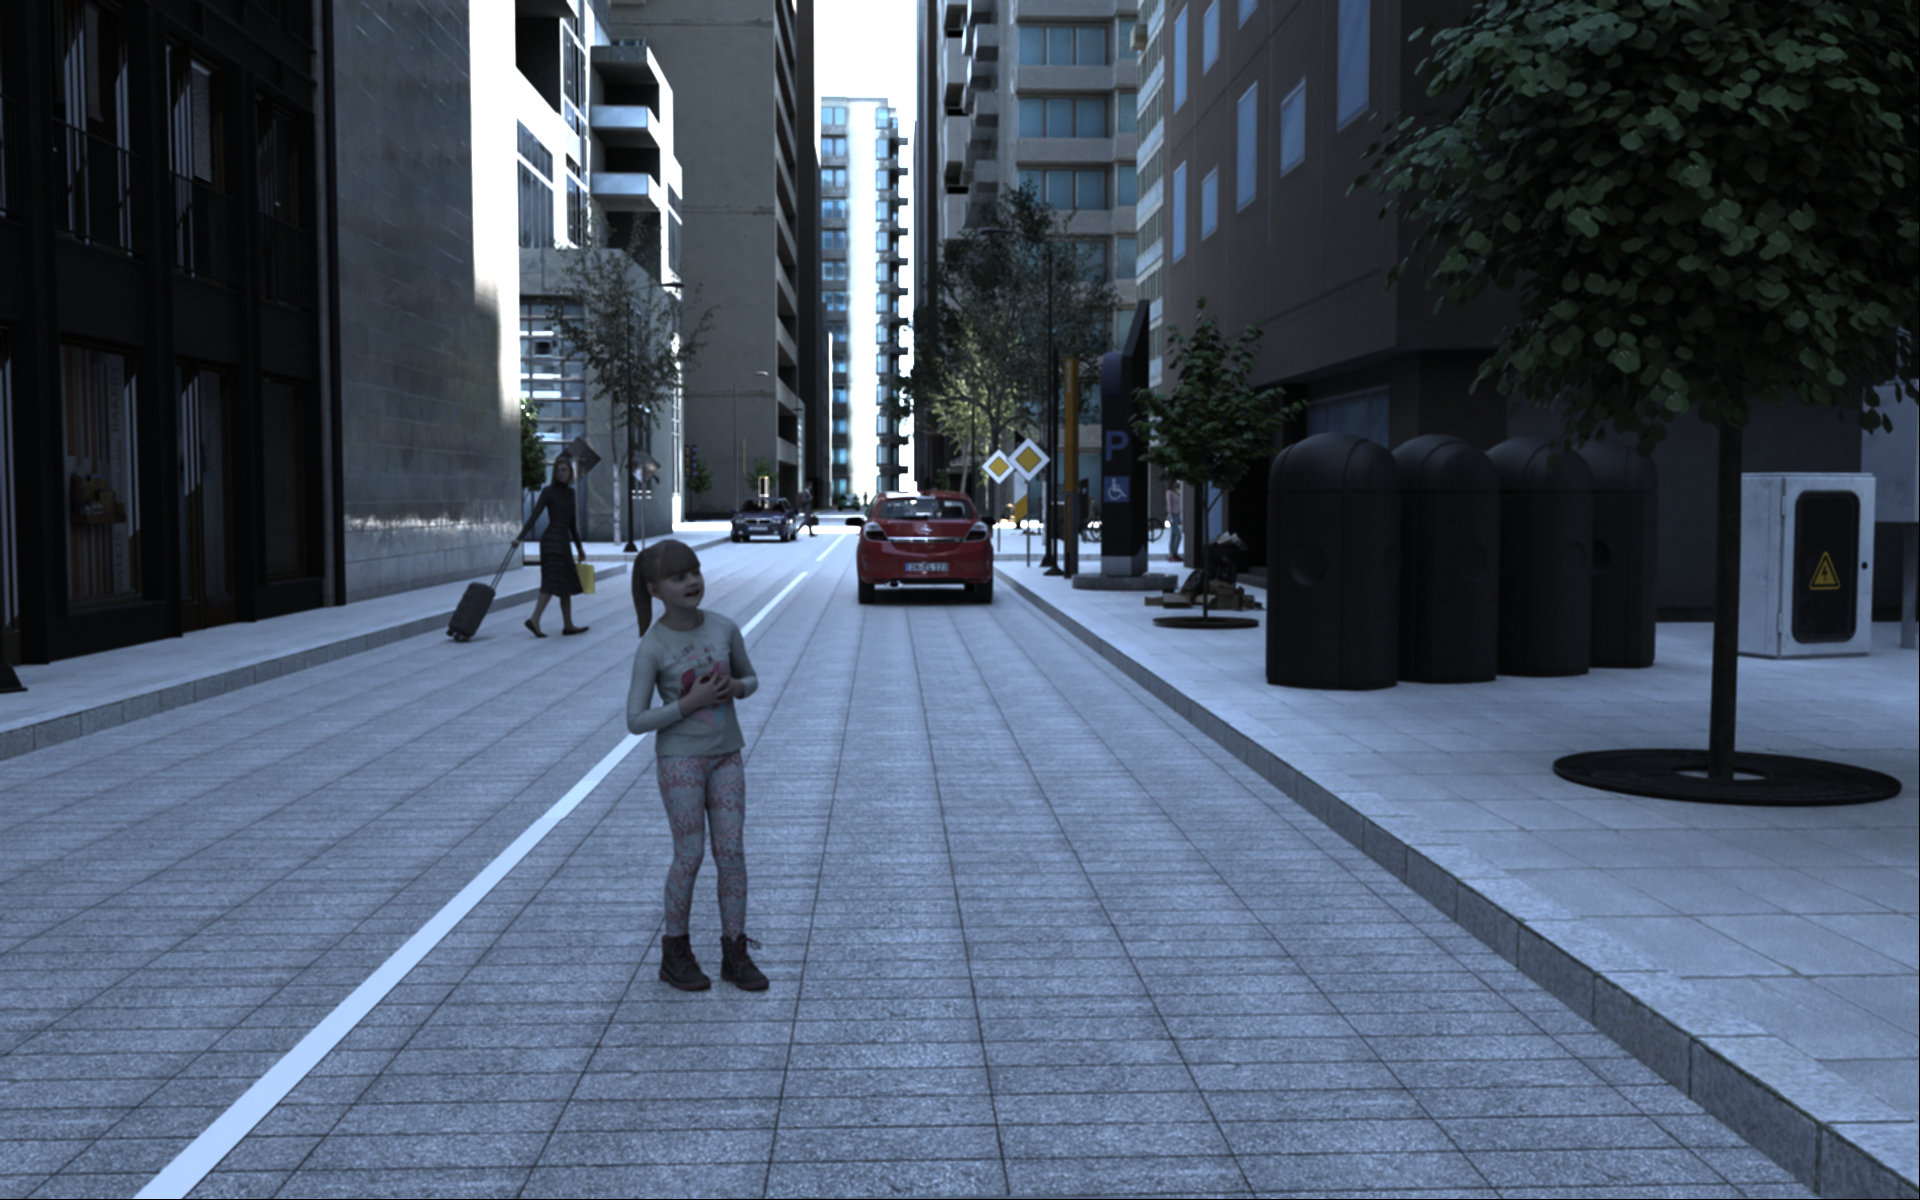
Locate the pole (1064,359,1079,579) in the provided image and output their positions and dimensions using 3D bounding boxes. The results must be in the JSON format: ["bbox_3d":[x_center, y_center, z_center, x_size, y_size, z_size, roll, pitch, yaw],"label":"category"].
[{"bbox_3d":[1.687,-1.979,26.201,0.158,3.312,0.155,0,3,0],"label":"pole"}]

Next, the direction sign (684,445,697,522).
[{"bbox_3d":[-12.396,-5.363,79.676,0.379,3.537,0.876,2,4,30],"label":"direction sign"}]

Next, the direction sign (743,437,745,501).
[{"bbox_3d":[-8.652,-4.737,69.452,0.379,3.537,0.876,0,4,-4],"label":"direction sign"}]

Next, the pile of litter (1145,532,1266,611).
[{"bbox_3d":[2.804,-0.345,19.612,1.176,0.858,1.719,-1,4,-23],"label":"pile of litter"}]

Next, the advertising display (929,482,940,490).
[{"bbox_3d":[-1.338,-5.227,90.673,0.123,1.923,0.974,-2,4,-29],"label":"advertising display"}]

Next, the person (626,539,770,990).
[{"bbox_3d":[-0.739,0.473,5.040,0.394,1.301,0.425,3,4,37],"label":"person"}]

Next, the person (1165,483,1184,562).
[{"bbox_3d":[4.508,-1.711,36.482,0.388,1.821,0.555,1,4,14],"label":"person"}]

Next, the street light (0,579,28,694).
[{"bbox_3d":[-5.712,-2.356,11.067,1.470,5.913,1.316,0,4,-2],"label":"street light"}]

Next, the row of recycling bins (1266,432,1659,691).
[{"bbox_3d":[3.697,-0.319,12.336,3.534,1.692,1.069,-2,4,-32],"label":"row of recycling bins"}]

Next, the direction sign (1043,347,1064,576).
[{"bbox_3d":[1.501,-2.155,27.225,0.379,3.537,0.876,0,4,7],"label":"direction sign"}]

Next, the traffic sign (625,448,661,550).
[{"bbox_3d":[-6.977,-2.110,38.135,0.795,2.450,0.064,0,4,-2],"label":"traffic sign"}]

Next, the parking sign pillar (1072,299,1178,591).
[{"bbox_3d":[2.246,-2.142,23.496,1.447,3.967,1.447,1,4,16],"label":"parking sign pillar"}]

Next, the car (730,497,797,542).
[{"bbox_3d":[-5.927,-2.444,52.540,1.945,1.354,3.894,0,4,-1],"label":"car"}]

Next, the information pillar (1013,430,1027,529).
[{"bbox_3d":[2.213,-4.390,63.127,0.504,3.616,0.183,-1,4,-11],"label":"information pillar"}]

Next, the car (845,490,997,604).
[{"bbox_3d":[-0.530,-0.925,24.171,2.155,1.783,4.494,0,4,-3],"label":"car"}]

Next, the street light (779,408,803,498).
[{"bbox_3d":[-9.216,-7.425,93.939,1.470,5.913,1.316,0,4,-2],"label":"street light"}]

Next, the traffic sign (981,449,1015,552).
[{"bbox_3d":[0.861,-2.129,38.446,0.795,2.450,0.064,0,4,-2],"label":"traffic sign"}]

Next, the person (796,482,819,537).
[{"bbox_3d":[-5.128,-3.014,57.743,0.822,1.834,0.622,0,4,-5],"label":"person"}]

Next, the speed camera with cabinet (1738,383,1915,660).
[{"bbox_3d":[7.158,-1.193,13.847,2.038,3.252,0.660,-1,4,-20],"label":"speed camera with cabinet"}]

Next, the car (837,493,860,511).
[{"bbox_3d":[-9.471,-8.496,147.707,1.959,1.807,4.718,0,4,-1],"label":"car"}]

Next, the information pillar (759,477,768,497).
[{"bbox_3d":[-8.415,-4.268,74.279,0.304,2.012,0.304,1,4,13],"label":"information pillar"}]

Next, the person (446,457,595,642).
[{"bbox_3d":[-4.362,-0.524,17.278,1.509,1.804,0.699,-2,4,-30],"label":"person"}]

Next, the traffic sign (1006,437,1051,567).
[{"bbox_3d":[1.201,-1.641,30.469,0.795,2.450,0.064,0,4,-2],"label":"traffic sign"}]

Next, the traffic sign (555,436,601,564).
[{"bbox_3d":[-6.637,-1.622,30.157,0.795,2.450,0.064,0,4,-2],"label":"traffic sign"}]

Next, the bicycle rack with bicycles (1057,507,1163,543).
[{"bbox_3d":[4.032,-2.013,46.289,2.925,0.926,2.852,0,4,3],"label":"bicycle rack with bicycles"}]

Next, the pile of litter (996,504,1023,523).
[{"bbox_3d":[2.105,-3.795,76.011,1.719,0.858,1.176,2,4,28],"label":"pile of litter"}]

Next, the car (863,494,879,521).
[{"bbox_3d":[-2.529,-3.165,63.539,2.131,1.459,4.920,0,4,-1],"label":"car"}]

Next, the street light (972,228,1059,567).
[{"bbox_3d":[1.029,-3.539,30.412,1.470,5.913,1.316,0,4,-2],"label":"street light"}]

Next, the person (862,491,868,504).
[{"bbox_3d":[-9.764,-10.297,177.681,0.721,1.723,1.217,2,4,25],"label":"person"}]

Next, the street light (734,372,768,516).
[{"bbox_3d":[-8.045,-5.730,66.229,1.470,5.913,1.316,0,4,-2],"label":"street light"}]

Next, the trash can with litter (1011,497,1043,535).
[{"bbox_3d":[2.490,-2.650,54.390,1.678,1.210,2.233,-2,4,-35],"label":"trash can with litter"}]

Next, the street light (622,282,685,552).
[{"bbox_3d":[-6.724,-4.007,38.048,1.470,5.913,1.316,0,4,-2],"label":"street light"}]
